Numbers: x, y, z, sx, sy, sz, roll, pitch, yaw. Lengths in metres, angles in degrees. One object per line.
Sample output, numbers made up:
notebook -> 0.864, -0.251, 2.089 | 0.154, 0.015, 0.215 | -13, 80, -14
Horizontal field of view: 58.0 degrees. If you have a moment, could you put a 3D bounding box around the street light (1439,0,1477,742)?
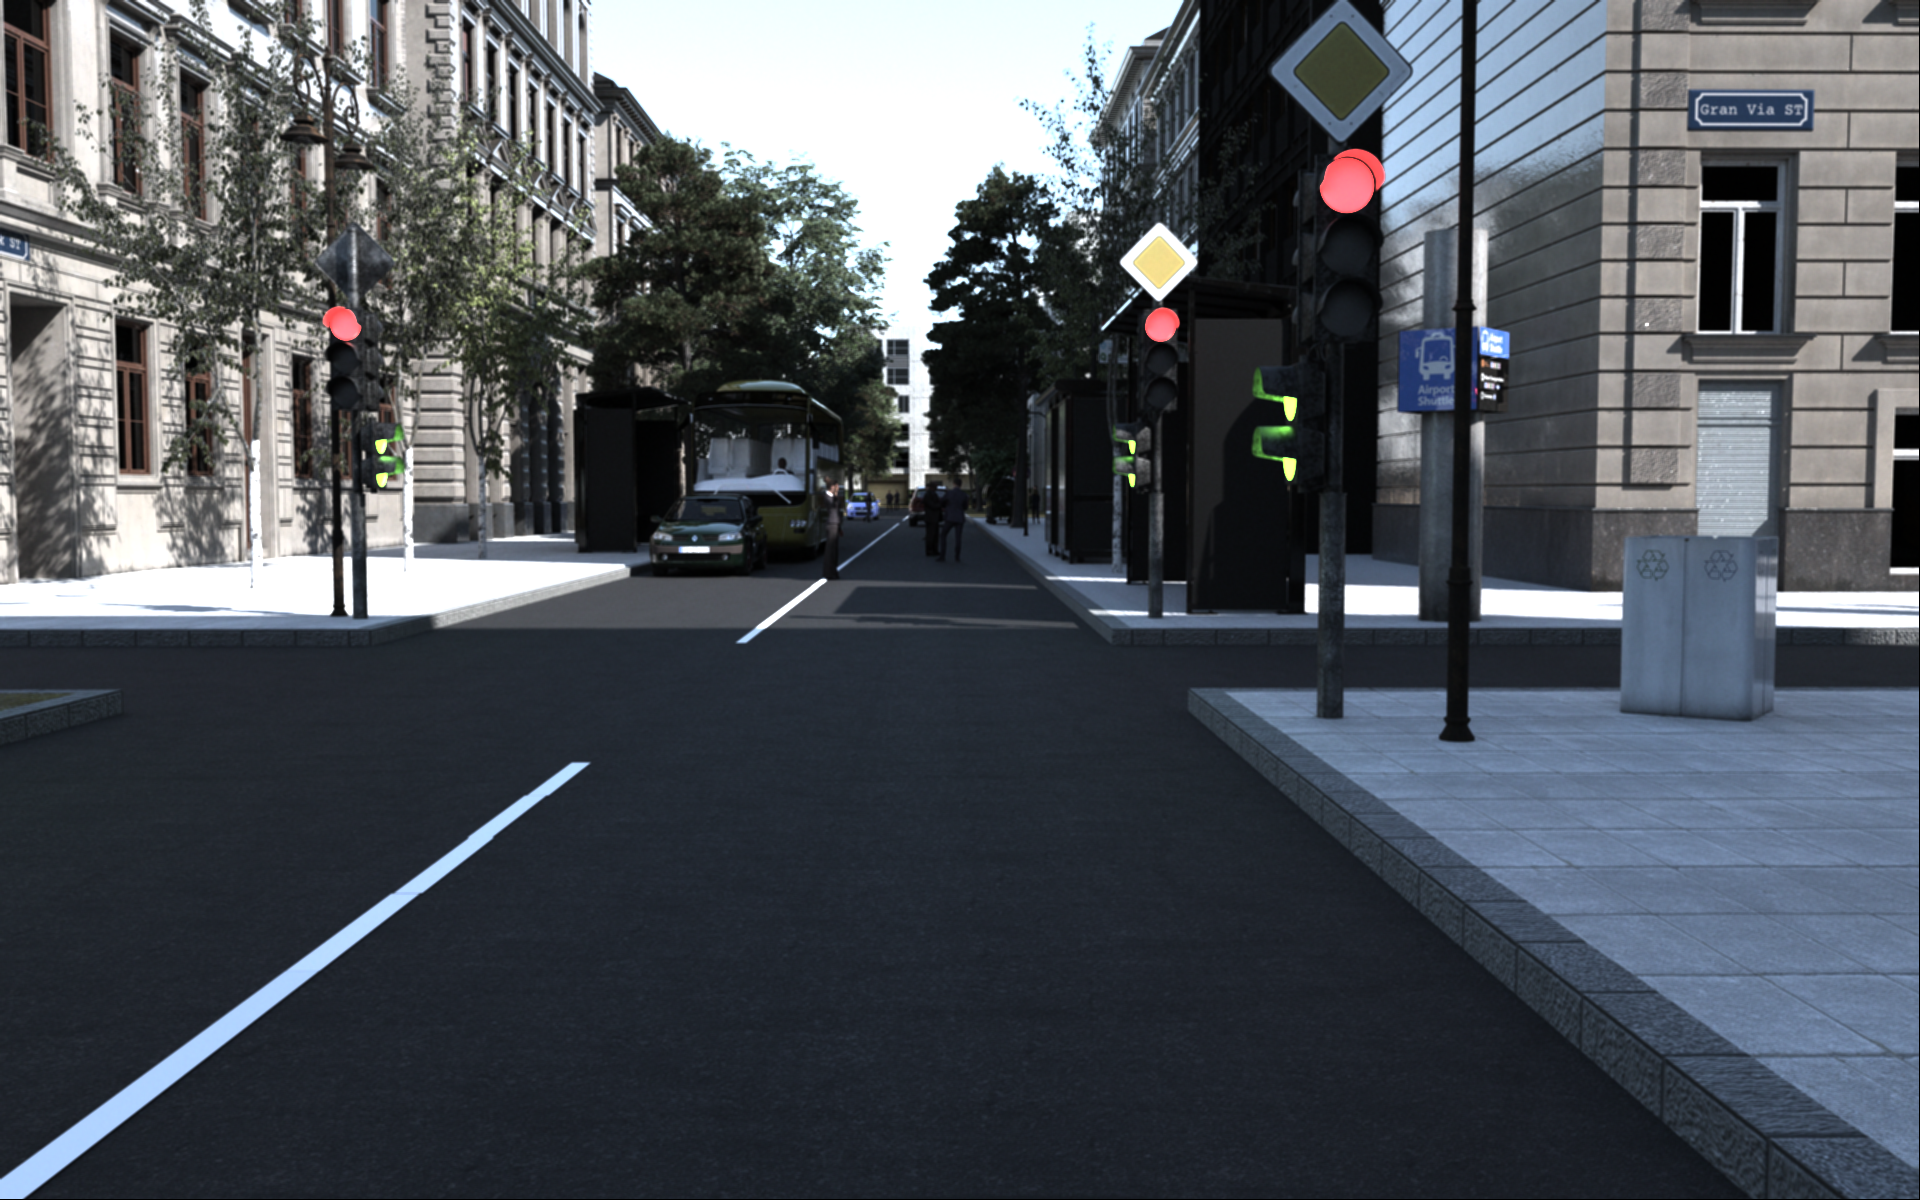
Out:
street light -> 2.595, -2.207, 8.868 | 0.468, 5.910, 1.993 | 0, 4, -1

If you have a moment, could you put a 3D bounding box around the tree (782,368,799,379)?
tree -> -9.201, -8.293, 85.958 | 4.360, 8.622, 3.978 | 0, 3, 0

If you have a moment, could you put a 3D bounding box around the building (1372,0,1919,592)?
building -> 20.283, -14.085, 27.555 | 25.104, 27.353, 12.463 | 0, 4, -1

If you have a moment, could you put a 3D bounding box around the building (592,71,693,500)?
building -> -17.689, -12.795, 73.832 | 10.561, 19.102, 19.286 | 0, 4, -1

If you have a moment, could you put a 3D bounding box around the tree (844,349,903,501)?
tree -> -9.018, -14.179, 139.249 | 7.806, 13.903, 7.818 | 0, 3, 0

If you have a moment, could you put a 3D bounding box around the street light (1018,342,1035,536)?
street light -> 2.024, -4.905, 52.988 | 0.468, 5.910, 1.993 | 0, 4, -1

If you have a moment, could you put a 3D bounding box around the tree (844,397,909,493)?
tree -> -8.537, -15.042, 164.059 | 7.486, 12.596, 7.792 | 0, 3, 0

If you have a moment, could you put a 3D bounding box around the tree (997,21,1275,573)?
tree -> 2.789, -4.739, 27.844 | 4.360, 8.622, 3.978 | 0, 3, 0

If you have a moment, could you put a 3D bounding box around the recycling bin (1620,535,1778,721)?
recycling bin -> 4.360, 0.143, 10.214 | 0.722, 1.027, 0.722 | 2, 4, 35

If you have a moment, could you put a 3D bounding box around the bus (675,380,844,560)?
bus -> -4.348, -3.024, 40.990 | 2.896, 3.916, 12.252 | 0, 4, -1

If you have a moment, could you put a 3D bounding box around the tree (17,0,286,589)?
tree -> -9.782, -4.456, 23.224 | 4.360, 8.622, 3.978 | 0, 3, 0

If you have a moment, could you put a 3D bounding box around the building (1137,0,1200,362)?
building -> 13.361, -13.857, 62.720 | 11.583, 22.565, 21.152 | 0, 4, -1

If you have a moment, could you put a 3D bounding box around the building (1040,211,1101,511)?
building -> 14.939, -15.314, 116.846 | 16.747, 18.905, 31.486 | 0, 4, -1

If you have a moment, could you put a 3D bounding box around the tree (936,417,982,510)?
tree -> 1.506, -13.105, 136.317 | 6.751, 12.117, 7.091 | 0, 3, 0

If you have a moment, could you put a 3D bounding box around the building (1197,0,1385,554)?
building -> 13.405, -13.118, 44.155 | 12.332, 23.373, 15.834 | 0, 4, -1

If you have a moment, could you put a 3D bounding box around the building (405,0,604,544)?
building -> -17.921, -13.724, 53.273 | 11.050, 23.489, 19.941 | 0, 4, -1

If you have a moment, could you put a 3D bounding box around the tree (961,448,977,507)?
tree -> 1.454, -14.921, 169.711 | 9.928, 11.665, 9.643 | 0, 3, 0

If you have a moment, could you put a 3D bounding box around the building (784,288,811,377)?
building -> -19.237, -18.331, 156.123 | 11.380, 20.091, 16.016 | 0, 4, -1

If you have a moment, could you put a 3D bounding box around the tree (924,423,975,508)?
tree -> 0.856, -13.435, 154.080 | 7.601, 10.594, 8.767 | 2, 4, 25

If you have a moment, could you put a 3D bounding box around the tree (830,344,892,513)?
tree -> -8.036, -11.923, 117.003 | 6.751, 12.117, 7.091 | 0, 3, 0

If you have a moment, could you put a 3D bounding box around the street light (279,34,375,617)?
street light -> -6.532, -2.768, 18.047 | 0.468, 5.910, 1.993 | 0, 4, -1

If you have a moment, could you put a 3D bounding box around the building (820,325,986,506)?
building -> -12.210, -19.766, 189.631 | 31.486, 18.905, 16.747 | 0, 4, -1

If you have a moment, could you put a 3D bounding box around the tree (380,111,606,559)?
tree -> -9.298, -5.138, 34.377 | 4.737, 8.622, 4.395 | 0, 3, 0

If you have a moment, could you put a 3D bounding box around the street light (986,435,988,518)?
street light -> 1.455, -7.329, 92.620 | 0.468, 5.910, 1.993 | 0, 4, -1

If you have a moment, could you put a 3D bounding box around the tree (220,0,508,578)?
tree -> -9.193, -4.765, 28.275 | 4.360, 8.622, 3.978 | 0, 3, 0

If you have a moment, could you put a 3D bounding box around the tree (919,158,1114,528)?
tree -> 2.430, -9.669, 65.514 | 7.806, 13.903, 7.818 | 0, 3, 0

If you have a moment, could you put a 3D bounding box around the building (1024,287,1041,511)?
building -> 14.165, -17.236, 148.265 | 16.747, 18.905, 31.486 | 0, 4, -1

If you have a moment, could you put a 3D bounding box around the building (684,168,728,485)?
building -> -20.709, -14.811, 98.579 | 16.016, 20.091, 11.380 | 0, 4, -1

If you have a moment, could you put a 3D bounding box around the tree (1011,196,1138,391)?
tree -> 3.281, -5.652, 42.765 | 4.737, 8.622, 4.395 | 0, 3, 0

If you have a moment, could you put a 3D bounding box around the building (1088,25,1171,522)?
building -> 12.497, -15.559, 83.266 | 11.050, 23.489, 19.941 | 0, 4, -1

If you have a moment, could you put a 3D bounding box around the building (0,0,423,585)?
building -> -18.547, -12.026, 32.783 | 11.583, 22.565, 21.152 | 0, 4, -1
